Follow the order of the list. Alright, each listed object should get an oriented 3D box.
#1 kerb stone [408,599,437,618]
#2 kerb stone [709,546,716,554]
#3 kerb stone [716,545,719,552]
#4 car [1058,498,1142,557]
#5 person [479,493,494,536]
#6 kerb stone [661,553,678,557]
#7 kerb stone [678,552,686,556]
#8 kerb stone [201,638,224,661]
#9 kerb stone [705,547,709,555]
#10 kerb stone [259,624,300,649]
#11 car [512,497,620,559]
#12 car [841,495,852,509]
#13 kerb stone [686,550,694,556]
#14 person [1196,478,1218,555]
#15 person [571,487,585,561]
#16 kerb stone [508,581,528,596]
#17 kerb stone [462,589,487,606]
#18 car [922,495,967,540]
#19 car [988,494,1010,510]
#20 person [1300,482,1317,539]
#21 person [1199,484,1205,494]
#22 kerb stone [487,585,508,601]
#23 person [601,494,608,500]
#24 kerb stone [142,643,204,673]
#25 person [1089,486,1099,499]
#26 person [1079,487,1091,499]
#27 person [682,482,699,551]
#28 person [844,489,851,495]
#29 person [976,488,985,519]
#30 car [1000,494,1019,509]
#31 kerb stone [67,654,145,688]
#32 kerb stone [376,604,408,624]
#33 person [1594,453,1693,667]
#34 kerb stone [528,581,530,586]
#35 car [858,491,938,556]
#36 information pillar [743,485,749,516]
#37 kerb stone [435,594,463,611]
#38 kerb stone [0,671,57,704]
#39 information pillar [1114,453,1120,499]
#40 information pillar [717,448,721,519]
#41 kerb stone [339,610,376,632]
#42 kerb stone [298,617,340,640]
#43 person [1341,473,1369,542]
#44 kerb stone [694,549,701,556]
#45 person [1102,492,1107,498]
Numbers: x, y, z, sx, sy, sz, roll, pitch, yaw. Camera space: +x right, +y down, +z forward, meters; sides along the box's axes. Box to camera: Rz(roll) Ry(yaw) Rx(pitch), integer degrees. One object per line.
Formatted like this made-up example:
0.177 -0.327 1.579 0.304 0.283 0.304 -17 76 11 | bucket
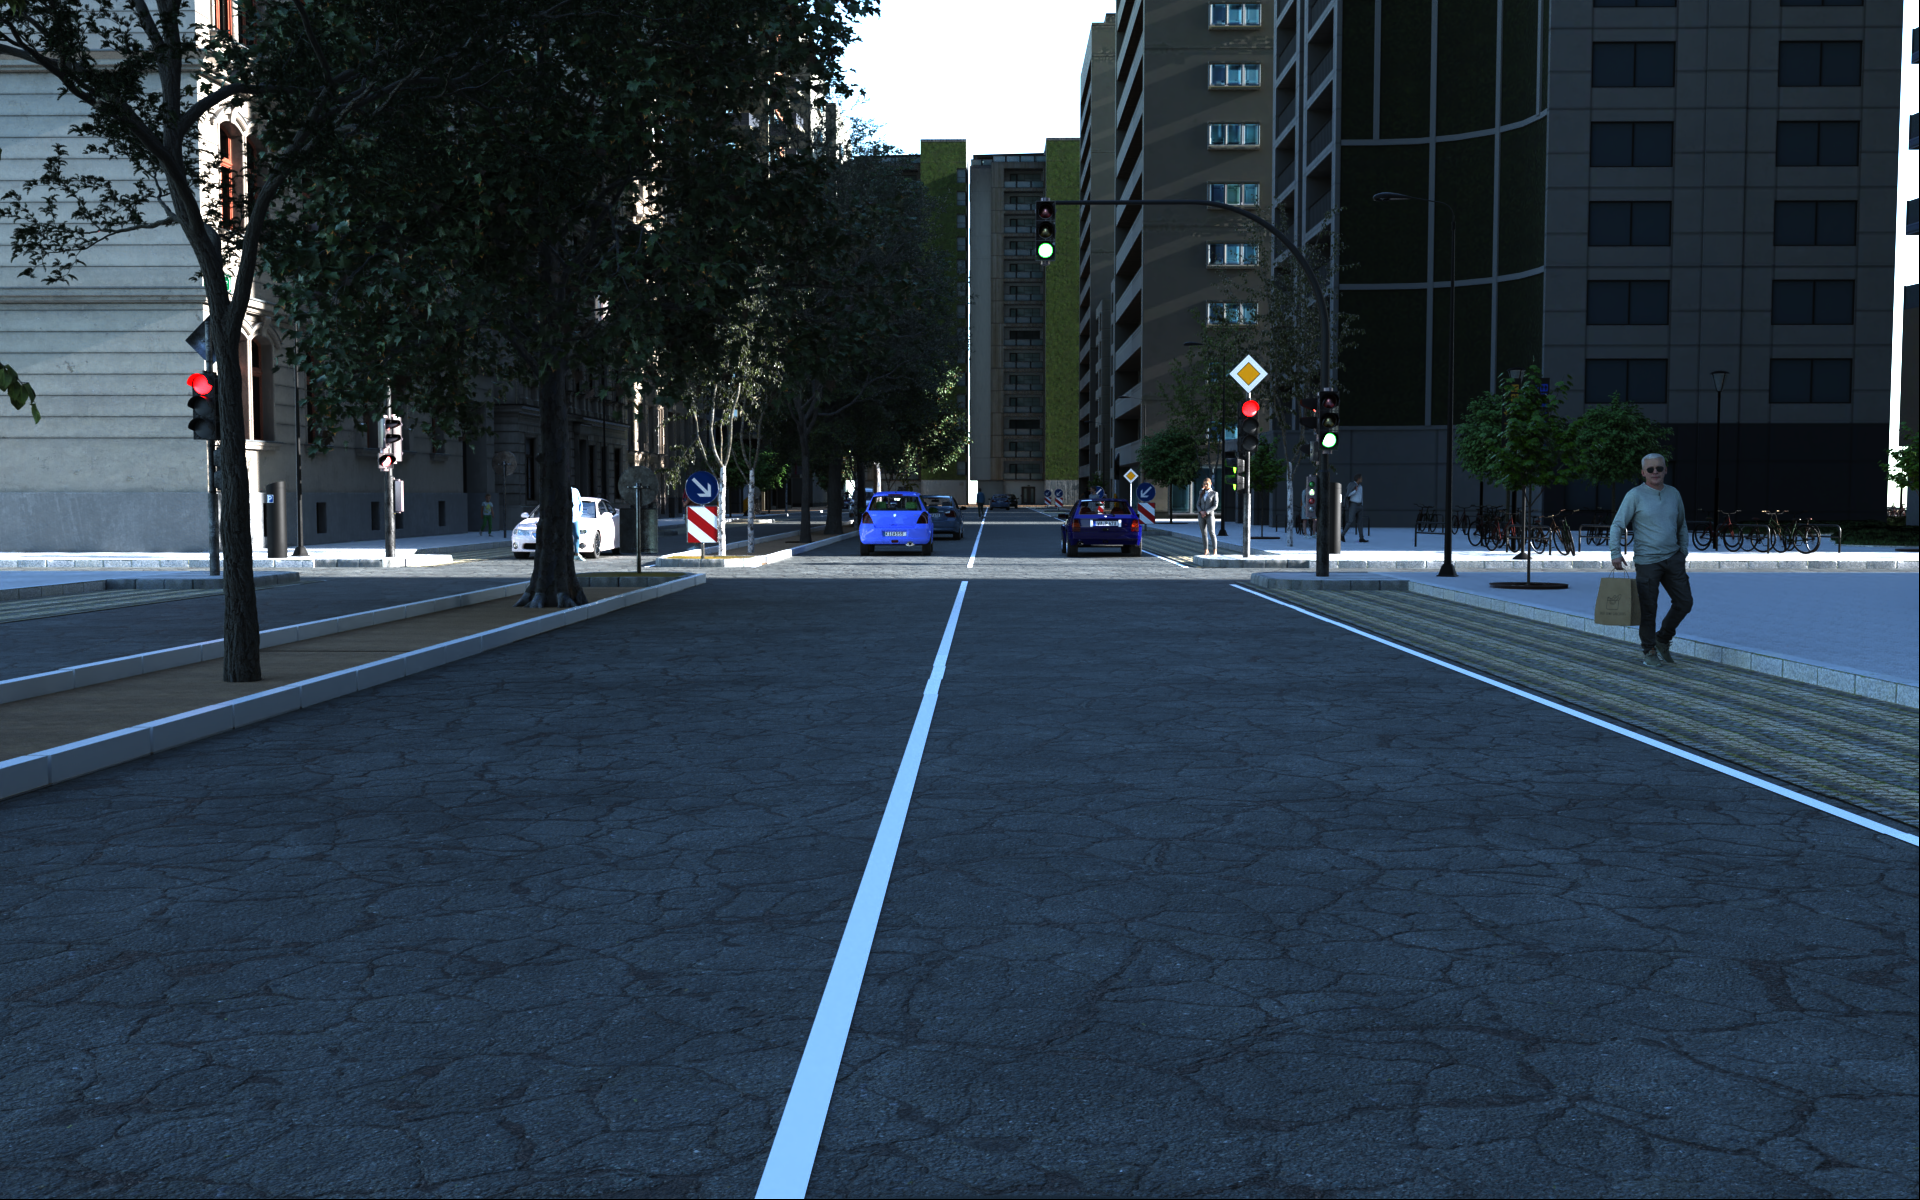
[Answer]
-6.405 0.111 20.374 0.120 0.150 1.000 0 4 1 | kerb stone
-6.023 -1.174 41.383 0.120 0.150 1.000 0 4 1 | kerb stone
-6.005 -1.231 42.418 0.120 0.150 1.000 0 4 1 | kerb stone
3.306 -1.730 40.865 1.945 1.354 3.894 0 4 1 | car
-14.365 -2.585 52.548 0.590 1.304 0.306 3 5 40 | person
-6.110 -0.860 36.257 0.120 0.150 1.000 0 4 1 | kerb stone
-6.104 -0.923 37.286 0.120 0.150 1.000 0 4 1 | kerb stone
-6.497 0.426 15.238 0.120 0.150 1.000 0 4 1 | kerb stone
-6.044 -1.111 40.359 0.120 0.150 1.000 0 4 1 | kerb stone
-6.484 0.363 16.267 0.120 0.150 1.000 0 4 1 | kerb stone
-8.956 -1.691 40.005 2.083 1.381 4.827 0 4 1 | car
-9.571 -8.048 144.170 1.945 1.354 3.894 0 4 2 | car
-6.082 -0.980 38.309 0.120 0.150 1.000 0 4 1 | kerb stone
5.488 -1.822 38.563 0.520 1.790 0.573 1 4 19 | person
-8.339 -1.729 37.027 0.793 1.790 0.793 2 4 27 | person
-6.336 -0.140 24.492 0.120 0.150 1.000 0 4 1 | kerb stone
-6.364 -0.014 22.424 0.120 0.150 1.000 0 4 1 | kerb stone
-0.801 -2.651 55.350 2.014 1.417 4.499 0 4 2 | car
3.532 -8.741 154.925 2.014 1.417 4.499 0 4 0 | car
10.051 -2.626 49.976 0.512 1.701 0.522 -3 5 -42 | person
12.418 -5.011 88.159 0.466 1.800 0.511 -3 4 -37 | person
-6.358 -0.077 23.454 0.120 0.150 1.000 0 4 1 | kerb stone
-13.762 -3.490 67.384 0.394 1.301 0.425 -1 4 -9 | person
-6.518 0.488 14.216 0.120 0.150 1.000 0 4 1 | kerb stone
4.747 -3.220 61.892 0.466 1.731 0.760 0 4 3 | person
10.130 -8.048 137.643 1.348 1.822 0.705 1 4 12 | person
-6.828 -2.179 44.108 0.580 1.828 0.573 3 5 42 | person
-11.682 -10.584 179.108 1.348 1.821 0.705 -2 4 -33 | person
1.199 -5.630 100.892 0.601 1.785 0.444 -1 4 -20 | person
4.819 -9.850 170.835 2.009 1.686 4.222 0 4 3 | car
-6.535 0.551 13.190 0.120 0.150 1.000 0 4 1 | kerb stone
-6.427 0.175 19.343 0.120 0.150 1.000 0 4 1 | kerb stone
5.678 -0.331 14.397 0.782 1.767 0.515 -1 4 -10 | person
-6.316 -0.204 25.525 0.120 0.150 1.000 0 4 1 | kerb stone
-1.500 -1.961 41.659 1.945 1.707 3.694 0 4 0 | car
-12.411 -6.698 100.874 0.504 3.616 0.183 -1 4 -17 | information pillar
-6.390 0.049 21.401 0.120 0.150 1.000 0 4 1 | kerb stone
-6.551 0.620 12.166 0.120 0.150 1.000 0 4 1 | kerb stone
8.978 -6.585 99.016 0.183 3.616 0.504 2 4 31 | information pillar
-12.413 -5.986 89.228 0.183 3.616 0.504 0 4 4 | information pillar
-6.444 0.237 18.314 0.120 0.150 1.000 0 4 1 | kerb stone
-6.464 0.300 17.289 0.120 0.150 1.000 0 4 1 | kerb stone
10.497 -2.446 46.143 0.679 1.850 0.850 -3 5 -43 | person
-6.060 -1.048 39.330 0.120 0.150 1.000 0 4 1 | kerb stone
9.626 -6.509 115.656 0.628 1.438 0.799 0 4 2 | person
